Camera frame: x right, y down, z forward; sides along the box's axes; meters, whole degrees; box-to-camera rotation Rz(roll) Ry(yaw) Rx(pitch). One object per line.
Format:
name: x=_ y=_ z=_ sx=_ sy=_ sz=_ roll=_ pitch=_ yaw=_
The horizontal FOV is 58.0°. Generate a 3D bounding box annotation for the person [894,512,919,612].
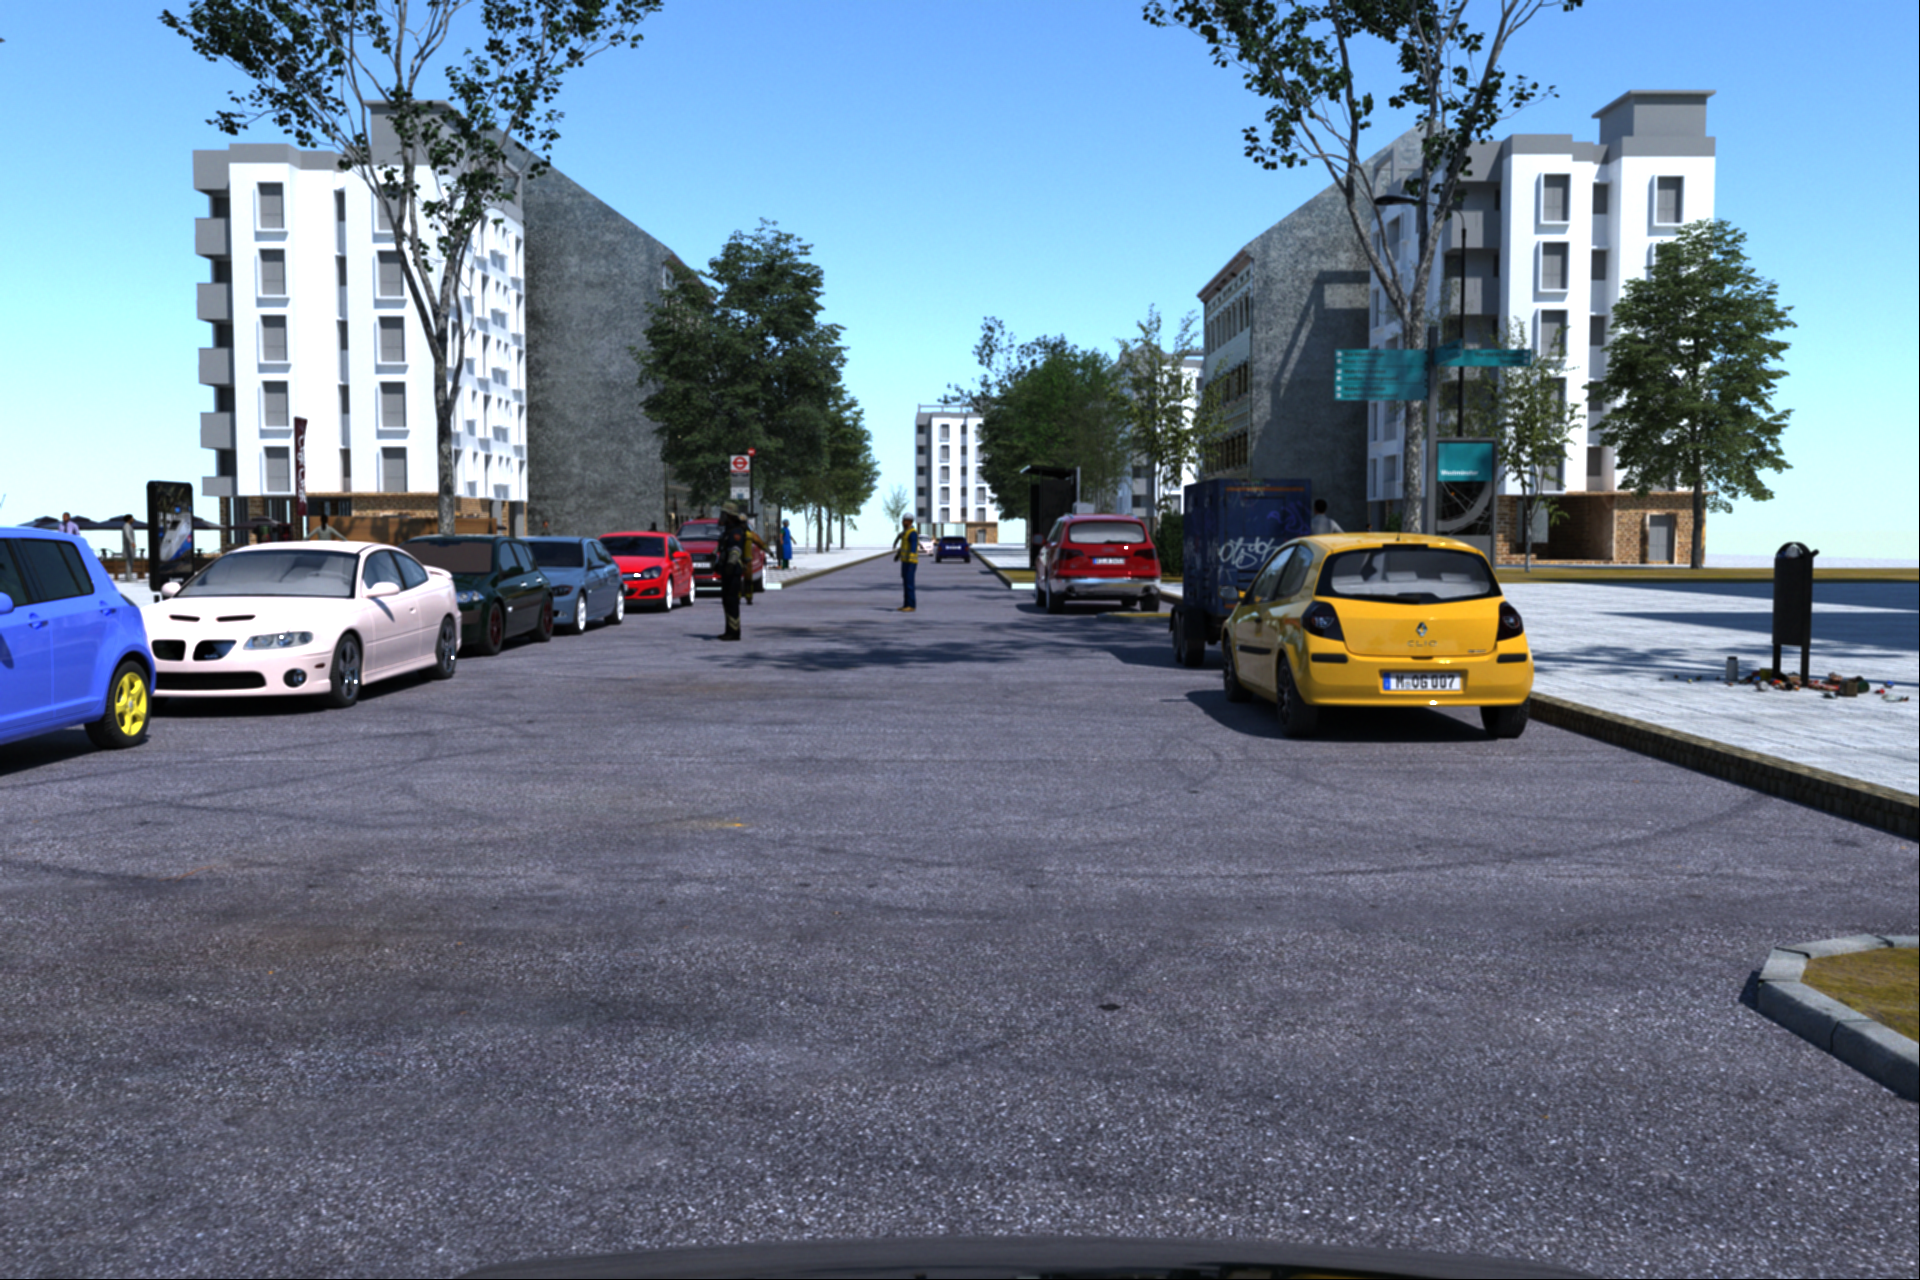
person: x=-0.982 y=-1.451 z=32.144 sx=0.705 sy=1.833 sz=1.349 roll=-1 pitch=4 yaw=-14

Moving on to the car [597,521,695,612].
car: x=-6.198 y=-1.465 z=32.995 sx=2.155 sy=1.783 sz=4.494 roll=0 pitch=3 yaw=0

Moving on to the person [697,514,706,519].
person: x=-7.293 y=-2.635 z=49.018 sx=0.705 sy=1.837 sz=1.347 roll=0 pitch=4 yaw=6

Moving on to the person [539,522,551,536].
person: x=-17.302 y=-4.043 z=72.377 sx=0.705 sy=1.796 sz=1.348 roll=1 pitch=4 yaw=15

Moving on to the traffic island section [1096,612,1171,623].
traffic island section: x=3.305 y=-0.370 z=28.913 sx=1.991 sy=0.108 sz=1.994 roll=0 pitch=4 yaw=-1

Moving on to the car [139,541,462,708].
car: x=-5.956 y=-0.207 z=15.742 sx=2.083 sy=1.381 sz=4.827 roll=0 pitch=3 yaw=0

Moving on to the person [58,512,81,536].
person: x=-22.897 y=-2.349 z=44.312 sx=0.709 sy=1.838 sz=0.599 roll=0 pitch=4 yaw=4

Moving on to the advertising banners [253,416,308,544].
advertising banners: x=-9.883 y=-1.781 z=25.311 sx=0.090 sy=3.025 sz=2.074 roll=0 pitch=3 yaw=0

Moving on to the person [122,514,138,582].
person: x=-22.047 y=-2.437 z=46.037 sx=0.705 sy=1.806 sz=1.347 roll=-2 pitch=4 yaw=-27

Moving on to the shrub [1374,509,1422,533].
shrub: x=14.073 y=-3.159 z=55.695 sx=1.661 sy=2.075 sz=1.752 roll=0 pitch=3 yaw=0

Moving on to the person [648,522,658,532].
person: x=-13.476 y=-4.292 z=76.295 sx=0.705 sy=1.813 sz=1.348 roll=3 pitch=4 yaw=36

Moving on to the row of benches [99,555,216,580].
row of benches: x=-23.161 y=-2.111 z=49.973 sx=1.422 sy=0.672 sz=4.104 roll=1 pitch=4 yaw=18

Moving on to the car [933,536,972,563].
car: x=-0.362 y=-4.548 z=86.933 sx=1.945 sy=1.354 sz=3.894 roll=0 pitch=4 yaw=-1

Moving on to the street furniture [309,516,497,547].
street furniture: x=-16.171 y=-2.469 z=47.216 sx=11.010 sy=1.723 sz=9.812 roll=-1 pitch=4 yaw=-18

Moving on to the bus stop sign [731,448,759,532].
bus stop sign: x=-6.663 y=-3.973 z=53.657 sx=0.855 sy=3.939 sz=0.416 roll=0 pitch=3 yaw=0

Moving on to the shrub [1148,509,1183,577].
shrub: x=6.358 y=-2.909 z=51.606 sx=1.661 sy=2.075 sz=1.752 roll=0 pitch=3 yaw=0

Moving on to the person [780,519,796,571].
person: x=-6.093 y=-3.352 z=60.926 sx=0.704 sy=1.817 sz=1.347 roll=1 pitch=4 yaw=16

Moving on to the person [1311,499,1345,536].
person: x=5.452 y=-1.234 z=26.331 sx=1.344 sy=1.810 sz=0.704 roll=-1 pitch=4 yaw=-12

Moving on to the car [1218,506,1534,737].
car: x=3.123 y=-0.208 z=13.625 sx=2.015 sy=1.641 sz=3.980 roll=0 pitch=3 yaw=0

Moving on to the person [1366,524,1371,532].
person: x=18.102 y=-4.257 z=76.329 sx=0.721 sy=1.740 sz=1.216 roll=1 pitch=4 yaw=19

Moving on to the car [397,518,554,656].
car: x=-6.304 y=-0.722 z=21.596 sx=2.009 sy=1.686 sz=4.222 roll=0 pitch=3 yaw=0

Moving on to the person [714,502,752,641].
person: x=-3.124 y=-0.926 z=23.374 sx=0.705 sy=1.856 sz=1.354 roll=-1 pitch=4 yaw=-15

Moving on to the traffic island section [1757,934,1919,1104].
traffic island section: x=3.401 y=1.102 z=4.847 sx=1.991 sy=0.108 sz=1.994 roll=0 pitch=4 yaw=-1

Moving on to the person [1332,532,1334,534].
person: x=7.779 y=-1.593 z=35.315 sx=0.697 sy=1.427 sz=0.421 roll=-1 pitch=4 yaw=-11

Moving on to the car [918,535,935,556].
car: x=-2.657 y=-6.174 z=113.301 sx=2.083 sy=1.381 sz=4.827 roll=0 pitch=4 yaw=-1

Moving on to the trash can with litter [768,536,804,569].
trash can with litter: x=-6.513 y=-3.231 z=63.876 sx=1.678 sy=1.210 sz=2.233 roll=0 pitch=3 yaw=0

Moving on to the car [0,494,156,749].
car: x=-6.375 y=-0.043 z=10.301 sx=1.945 sy=1.707 sz=3.694 roll=0 pitch=4 yaw=0

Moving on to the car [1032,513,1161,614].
car: x=2.546 y=-1.473 z=32.763 sx=2.281 sy=1.827 sz=5.304 roll=0 pitch=4 yaw=-1

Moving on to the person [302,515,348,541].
person: x=-14.668 y=-2.029 z=40.012 sx=1.217 sy=1.735 sz=0.721 roll=-1 pitch=4 yaw=-18

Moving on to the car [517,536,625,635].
car: x=-6.233 y=-0.864 z=26.134 sx=2.014 sy=1.417 sz=4.499 roll=0 pitch=4 yaw=0

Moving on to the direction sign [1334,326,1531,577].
direction sign: x=6.085 y=-2.022 z=21.823 sx=2.525 sy=3.948 sz=1.411 roll=0 pitch=4 yaw=0

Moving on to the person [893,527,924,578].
person: x=-1.737 y=-2.948 z=56.779 sx=1.348 sy=1.813 sz=0.705 roll=3 pitch=5 yaw=40

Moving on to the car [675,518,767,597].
car: x=-5.816 y=-1.983 z=41.092 sx=2.281 sy=1.827 sz=5.304 roll=0 pitch=4 yaw=0

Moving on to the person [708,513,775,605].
person: x=-4.408 y=-1.642 z=35.073 sx=1.354 sy=1.858 sz=0.705 roll=0 pitch=4 yaw=2

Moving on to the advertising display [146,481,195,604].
advertising display: x=-9.701 y=-0.986 z=21.327 sx=0.123 sy=1.923 sz=0.974 roll=0 pitch=4 yaw=1

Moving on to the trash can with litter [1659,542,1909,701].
trash can with litter: x=6.949 y=-0.198 z=14.297 sx=1.678 sy=1.210 sz=2.233 roll=0 pitch=3 yaw=0

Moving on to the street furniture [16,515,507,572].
street furniture: x=-30.790 y=-3.367 z=60.078 sx=27.439 sy=1.986 sz=14.083 roll=0 pitch=4 yaw=4
